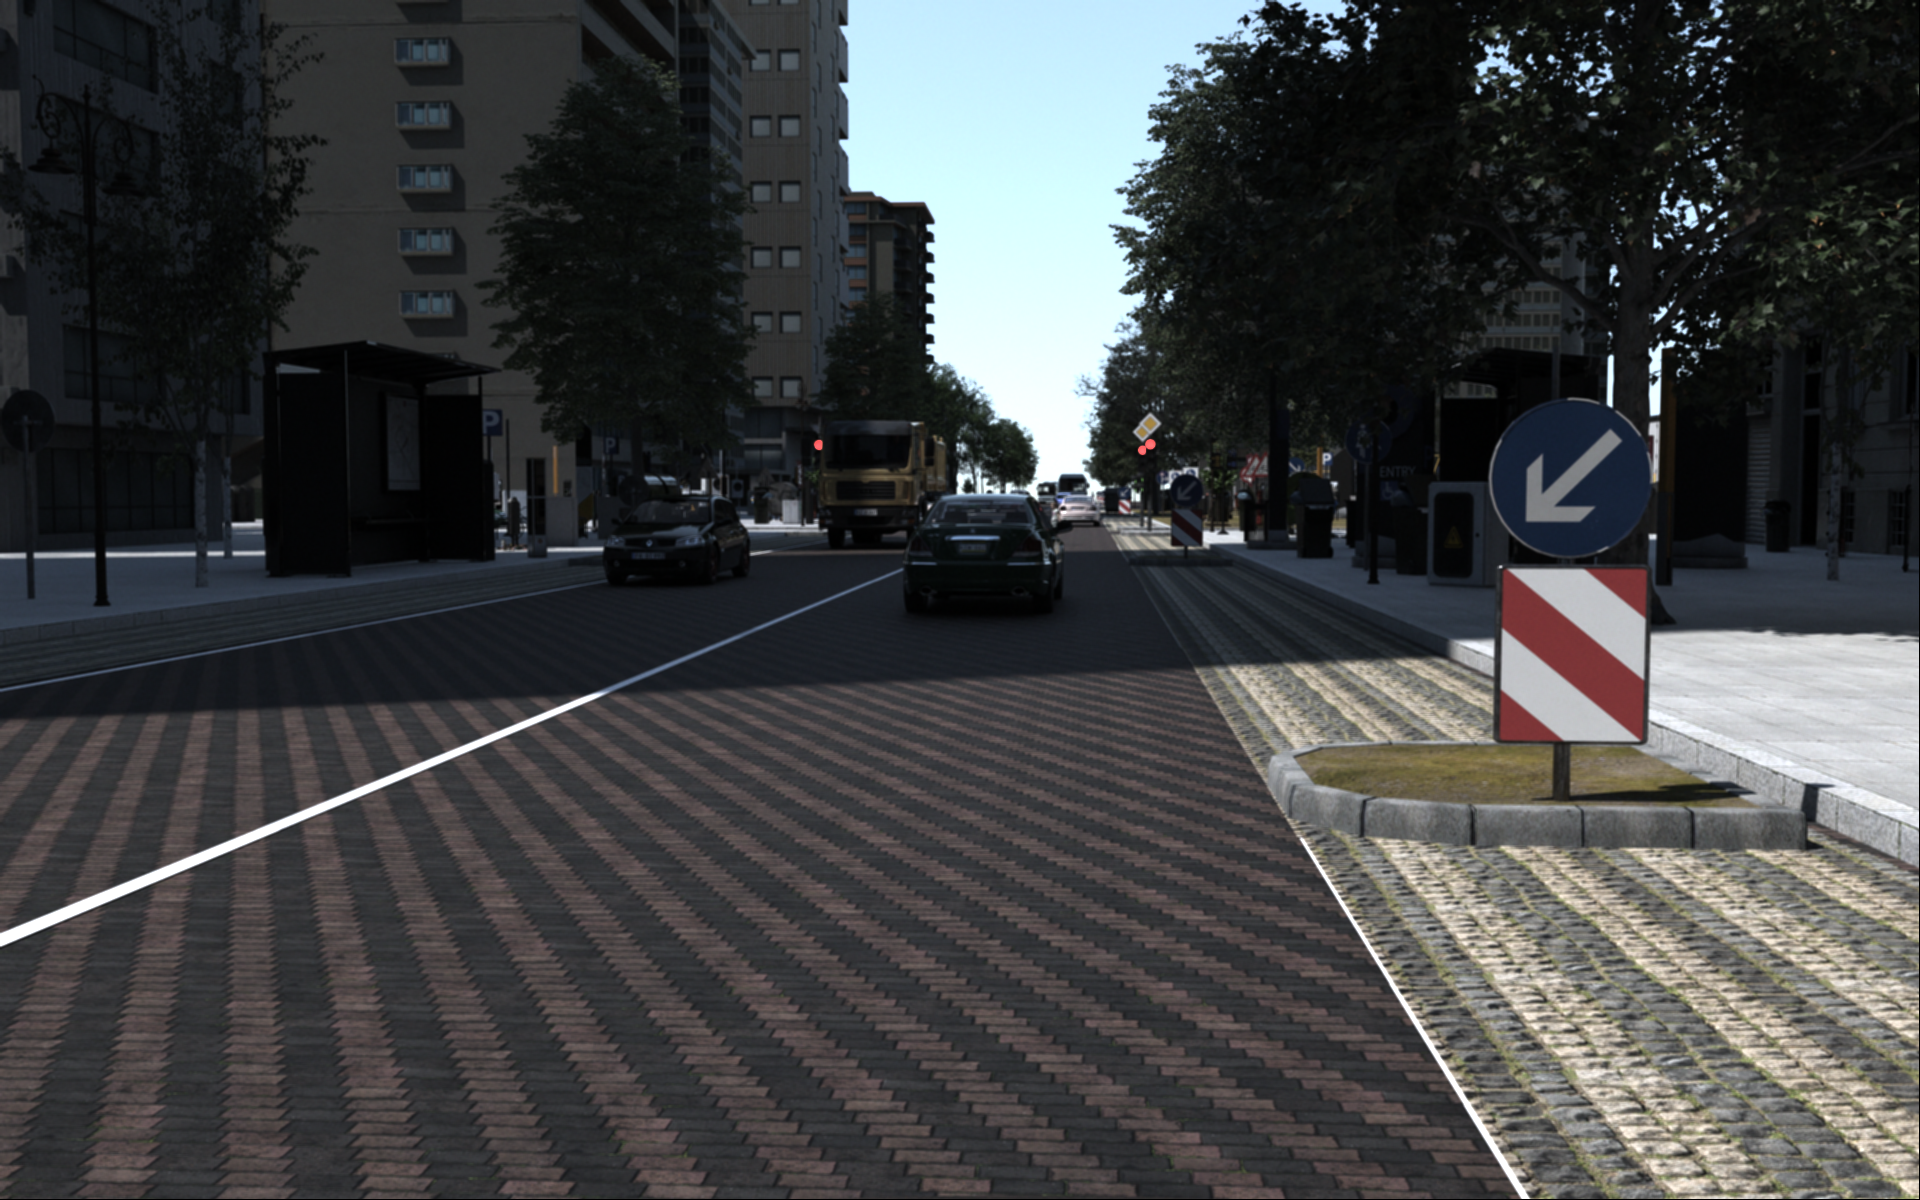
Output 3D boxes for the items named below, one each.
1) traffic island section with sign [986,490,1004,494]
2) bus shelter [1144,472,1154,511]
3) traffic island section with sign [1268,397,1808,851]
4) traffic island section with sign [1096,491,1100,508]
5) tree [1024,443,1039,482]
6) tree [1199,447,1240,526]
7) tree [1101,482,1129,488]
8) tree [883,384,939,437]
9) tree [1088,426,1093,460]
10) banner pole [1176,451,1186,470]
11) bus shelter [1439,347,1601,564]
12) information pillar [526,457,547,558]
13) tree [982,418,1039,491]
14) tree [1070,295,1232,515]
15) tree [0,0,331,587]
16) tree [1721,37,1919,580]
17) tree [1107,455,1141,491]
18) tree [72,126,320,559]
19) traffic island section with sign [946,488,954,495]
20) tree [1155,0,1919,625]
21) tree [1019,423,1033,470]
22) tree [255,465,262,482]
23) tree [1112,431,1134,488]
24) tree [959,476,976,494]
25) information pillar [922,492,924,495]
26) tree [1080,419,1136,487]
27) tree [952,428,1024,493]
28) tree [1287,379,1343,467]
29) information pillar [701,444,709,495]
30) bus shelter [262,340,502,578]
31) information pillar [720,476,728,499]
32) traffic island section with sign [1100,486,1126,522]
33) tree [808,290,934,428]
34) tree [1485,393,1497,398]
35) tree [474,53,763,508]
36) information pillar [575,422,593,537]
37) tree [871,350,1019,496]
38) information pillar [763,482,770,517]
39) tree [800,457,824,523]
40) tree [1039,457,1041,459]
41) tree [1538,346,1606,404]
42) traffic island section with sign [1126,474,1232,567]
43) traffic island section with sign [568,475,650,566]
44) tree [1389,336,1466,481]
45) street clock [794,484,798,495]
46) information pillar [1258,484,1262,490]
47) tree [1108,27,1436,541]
[{"bbox_3d":[2.935,-9.749,168.017,1.989,1.847,2.006,0,4,4],"label":"traffic island section with sign"},{"bbox_3d":[14.752,-8.833,135.709,1.731,3.624,6.357,0,4,4],"label":"bus shelter"},{"bbox_3d":[2.465,0.043,7.923,1.989,1.847,2.006,0,4,4],"label":"traffic island section with sign"},{"bbox_3d":[10.409,-6.645,117.277,1.989,1.847,2.006,0,4,4],"label":"traffic island section with sign"},{"bbox_3d":[9.408,-21.467,285.402,7.601,10.594,8.767,1,4,17],"label":"tree"},{"bbox_3d":[10.843,-4.749,72.252,1.663,3.219,1.824,0,3,0],"label":"tree"},{"bbox_3d":[26.453,-22.739,289.905,7.486,12.596,7.792,0,3,0],"label":"tree"},{"bbox_3d":[-3.274,-9.886,112.005,4.737,8.622,4.395,0,3,0],"label":"tree"},{"bbox_3d":[14.293,-13.332,124.627,9.857,13.997,8.962,0,3,0],"label":"tree"},{"bbox_3d":[12.878,-6.811,101.379,0.863,3.779,0.401,-2,4,-27],"label":"banner pole"},{"bbox_3d":[9.620,-2.412,30.719,1.731,3.624,6.357,0,4,4],"label":"bus shelter"},{"bbox_3d":[-8.545,-1.863,34.958,0.304,2.012,0.304,-3,4,-37],"label":"information pillar"},{"bbox_3d":[7.015,-20.691,256.431,7.486,12.596,7.792,0,3,0],"label":"tree"},{"bbox_3d":[11.977,-12.010,106.737,12.009,13.543,11.850,0,3,0],"label":"tree"},{"bbox_3d":[-10.696,-4.486,23.708,4.360,8.622,3.978,0,3,0],"label":"tree"},{"bbox_3d":[13.255,-4.598,25.542,4.737,8.622,4.395,0,3,0],"label":"tree"},{"bbox_3d":[21.357,-16.896,226.616,4.360,8.622,3.978,0,3,0],"label":"tree"},{"bbox_3d":[-14.761,-5.125,34.153,4.737,8.622,4.395,0,3,0],"label":"tree"},{"bbox_3d":[-0.707,-6.670,117.674,1.989,1.847,2.006,0,4,4],"label":"traffic island section with sign"},{"bbox_3d":[6.768,-6.114,16.972,9.611,12.733,9.660,0,3,0],"label":"tree"},{"bbox_3d":[-0.555,-13.845,152.124,9.928,11.665,9.643,0,3,0],"label":"tree"},{"bbox_3d":[-21.129,-3.648,54.245,1.663,3.219,1.824,0,3,0],"label":"tree"},{"bbox_3d":[17.405,-13.949,178.432,4.737,8.622,4.395,0,3,0],"label":"tree"},{"bbox_3d":[0.696,-10.905,172.905,1.663,3.219,1.824,0,3,0],"label":"tree"},{"bbox_3d":[-2.655,-7.804,118.955,0.183,3.616,0.504,-3,5,-44],"label":"information pillar"},{"bbox_3d":[19.741,-17.922,210.031,9.611,12.733,9.660,0,3,0],"label":"tree"},{"bbox_3d":[2.386,-16.455,203.446,7.601,10.594,8.767,-1,4,-13],"label":"tree"},{"bbox_3d":[21.079,-9.541,106.361,4.737,8.622,4.395,0,3,0],"label":"tree"},{"bbox_3d":[-11.919,-5.475,80.871,0.183,3.616,0.504,-3,5,-45],"label":"information pillar"},{"bbox_3d":[-9.694,-2.347,29.659,1.731,3.624,6.357,0,4,4],"label":"bus shelter"},{"bbox_3d":[-9.718,-4.092,71.403,0.304,2.012,0.304,-1,4,-12],"label":"information pillar"},{"bbox_3d":[8.457,-5.001,90.393,1.989,1.847,2.006,0,4,4],"label":"traffic island section with sign"},{"bbox_3d":[-4.838,-10.929,96.811,7.486,12.596,7.792,0,3,0],"label":"tree"},{"bbox_3d":[37.152,-10.442,121.086,4.737,8.622,4.395,0,3,0],"label":"tree"},{"bbox_3d":[-8.934,-7.790,45.487,7.486,12.596,7.792,0,3,0],"label":"tree"},{"bbox_3d":[-11.228,-3.689,51.670,0.504,3.616,0.183,0,4,2],"label":"information pillar"},{"bbox_3d":[-2.828,-12.203,125.272,9.928,11.665,9.643,0,3,0],"label":"tree"},{"bbox_3d":[-9.855,-5.117,88.160,0.304,2.012,0.304,1,4,11],"label":"information pillar"},{"bbox_3d":[-5.914,-5.019,76.668,1.663,3.219,1.824,0,3,0],"label":"tree"},{"bbox_3d":[10.294,-23.512,302.543,7.486,12.596,7.792,0,3,0],"label":"tree"},{"bbox_3d":[29.449,-8.267,85.520,4.737,8.622,4.395,0,3,0],"label":"tree"},{"bbox_3d":[4.421,-1.610,34.948,1.989,1.847,2.006,0,4,4],"label":"traffic island section with sign"},{"bbox_3d":[-6.710,-1.623,35.165,1.989,1.847,2.006,0,4,4],"label":"traffic island section with sign"},{"bbox_3d":[19.799,-7.717,76.527,4.360,8.622,3.978,0,3,0],"label":"tree"},{"bbox_3d":[-11.407,-7.083,120.371,0.358,2.002,0.471,-1,4,-15],"label":"street clock"},{"bbox_3d":[22.664,-7.755,131.281,0.304,2.012,0.304,-2,4,-30],"label":"information pillar"},{"bbox_3d":[8.653,-8.559,46.602,9.857,13.997,8.962,0,3,0],"label":"tree"}]
